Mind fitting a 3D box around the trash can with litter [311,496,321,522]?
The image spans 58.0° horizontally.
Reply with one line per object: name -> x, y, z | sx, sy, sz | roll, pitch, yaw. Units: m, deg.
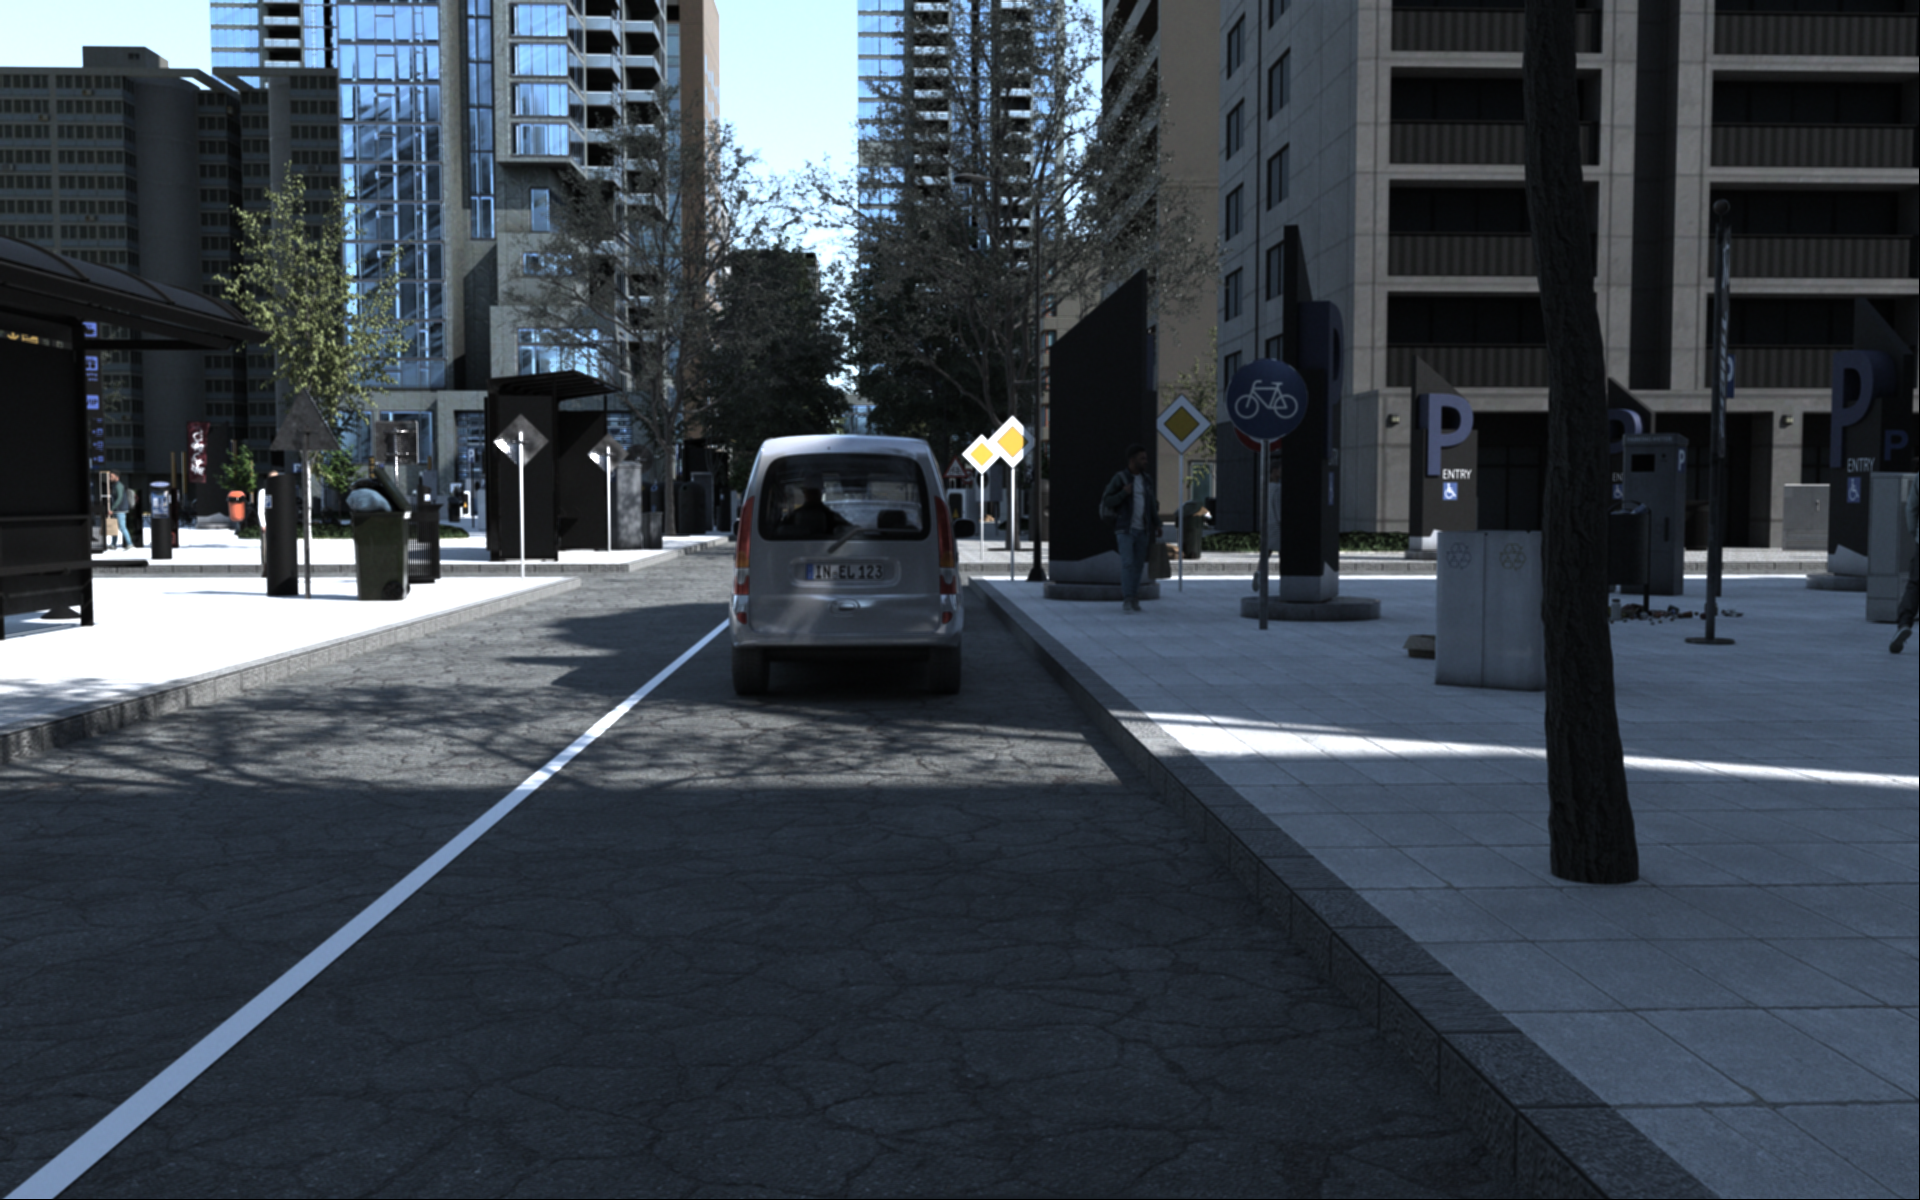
trash can with litter -> -30.488, -4.304, 81.422 | 2.233, 1.210, 1.678 | 0, 4, 7

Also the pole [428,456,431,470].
pole -> -28.526, -6.077, 93.200 | 0.158, 3.312, 0.155 | 0, 3, 0

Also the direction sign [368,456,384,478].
direction sign -> -34.766, -6.805, 103.255 | 0.876, 3.537, 0.379 | -1, 4, -20

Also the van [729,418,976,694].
van -> -0.855, -0.414, 13.789 | 2.013, 2.044, 4.112 | 0, 4, -2

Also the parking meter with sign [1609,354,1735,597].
parking meter with sign -> 8.854, -1.580, 22.095 | 1.738, 3.016, 0.543 | 3, 5, 41

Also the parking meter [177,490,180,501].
parking meter -> -47.319, -5.880, 104.556 | 0.372, 1.533, 0.369 | 0, 3, 0

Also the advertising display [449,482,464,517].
advertising display -> -27.622, -5.497, 95.089 | 0.974, 1.923, 0.123 | 2, 4, 29

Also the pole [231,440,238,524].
pole -> -27.313, -4.367, 65.246 | 0.158, 3.312, 0.155 | 0, 3, 0

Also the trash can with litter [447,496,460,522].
trash can with litter -> -23.148, -4.166, 79.500 | 0.624, 1.170, 1.055 | -2, 4, -29

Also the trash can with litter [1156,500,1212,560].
trash can with litter -> 4.403, -1.381, 33.974 | 0.624, 1.170, 1.055 | 3, 5, 43

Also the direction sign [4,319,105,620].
direction sign -> -9.277, -1.577, 17.777 | 0.876, 3.537, 0.379 | -2, 4, -31

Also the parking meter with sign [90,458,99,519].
parking meter with sign -> -42.100, -5.348, 83.698 | 0.543, 3.016, 1.738 | -3, 5, -41

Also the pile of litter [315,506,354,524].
pile of litter -> -22.735, -2.910, 61.542 | 1.176, 0.858, 1.719 | 2, 4, 26

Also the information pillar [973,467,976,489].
information pillar -> 0.856, -5.803, 86.236 | 0.504, 3.616, 0.183 | 0, 4, -4

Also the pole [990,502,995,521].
pole -> 1.563, -5.484, 83.514 | 0.158, 3.312, 0.155 | 0, 3, 0

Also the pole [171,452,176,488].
pole -> -37.962, -5.493, 83.655 | 0.158, 3.312, 0.155 | 0, 3, 0

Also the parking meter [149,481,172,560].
parking meter -> -15.686, -1.565, 33.997 | 0.372, 1.533, 0.369 | 0, 3, 0

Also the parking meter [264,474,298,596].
parking meter -> -8.596, -0.827, 21.935 | 0.372, 1.533, 0.369 | 0, 3, 0

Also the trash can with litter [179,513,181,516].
trash can with litter -> -43.071, -5.100, 94.774 | 1.055, 1.170, 0.624 | -3, 4, -36

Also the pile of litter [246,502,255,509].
pile of litter -> -40.297, -5.199, 98.973 | 1.176, 0.858, 1.719 | -2, 4, -28

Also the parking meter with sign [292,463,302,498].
parking meter with sign -> -37.184, -6.160, 96.970 | 0.543, 3.016, 1.738 | -1, 4, -13

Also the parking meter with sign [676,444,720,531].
parking meter with sign -> -8.966, -3.914, 60.258 | 1.738, 3.016, 0.543 | -1, 4, -21

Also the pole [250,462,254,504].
pole -> -43.282, -6.847, 105.784 | 0.158, 3.312, 0.155 | 0, 3, 0

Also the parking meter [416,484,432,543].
parking meter -> -14.137, -2.281, 45.711 | 0.372, 1.533, 0.369 | 0, 3, 0

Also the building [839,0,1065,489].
building -> -0.675, -54.925, 210.693 | 31.000, 86.520, 22.319 | 0, 4, -3

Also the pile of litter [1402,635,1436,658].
pile of litter -> 4.050, 0.030, 13.468 | 1.176, 0.858, 1.719 | 1, 4, 12

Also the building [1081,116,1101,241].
building -> 30.120, -36.348, 213.894 | 30.456, 49.044, 23.786 | 0, 4, -3

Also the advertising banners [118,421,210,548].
advertising banners -> -18.979, -2.761, 41.333 | 2.074, 3.025, 0.090 | -1, 4, -23

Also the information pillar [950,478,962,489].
information pillar -> -0.129, -3.393, 59.974 | 0.304, 2.012, 0.304 | -2, 4, -32

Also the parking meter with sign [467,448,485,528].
parking meter with sign -> -17.943, -4.287, 66.352 | 0.543, 3.016, 1.738 | 3, 5, 42

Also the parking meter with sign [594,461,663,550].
parking meter with sign -> -7.699, -2.669, 39.900 | 1.738, 3.016, 0.543 | -3, 5, -43

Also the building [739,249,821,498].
building -> -23.768, -26.656, 207.521 | 14.107, 30.474, 14.160 | 0, 4, -3

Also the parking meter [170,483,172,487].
parking meter -> -42.715, -5.388, 93.804 | 0.255, 1.863, 0.399 | -1, 4, -12

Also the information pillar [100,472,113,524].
information pillar -> -27.940, -3.198, 56.773 | 0.304, 2.012, 0.304 | 1, 4, 10

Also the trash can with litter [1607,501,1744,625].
trash can with litter -> 7.334, -0.425, 18.004 | 2.233, 1.210, 1.678 | -1, 4, -17

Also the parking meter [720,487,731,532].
parking meter -> -7.971, -3.087, 58.876 | 0.372, 1.533, 0.369 | 0, 3, 0

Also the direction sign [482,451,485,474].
direction sign -> -24.529, -6.026, 90.514 | 0.876, 3.537, 0.379 | -3, 5, -40

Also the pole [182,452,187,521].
pole -> -37.439, -5.493, 83.651 | 0.158, 3.312, 0.155 | 0, 3, 0

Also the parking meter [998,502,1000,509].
parking meter -> 2.360, -5.528, 98.787 | 0.372, 1.533, 0.369 | 0, 3, 0

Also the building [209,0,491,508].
building -> -75.304, -54.718, 207.309 | 31.000, 86.520, 22.319 | 0, 4, -3

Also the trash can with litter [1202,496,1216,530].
trash can with litter -> 9.519, -3.148, 62.535 | 2.233, 1.210, 1.678 | 0, 4, 3

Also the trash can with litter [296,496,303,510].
trash can with litter -> -36.190, -5.140, 95.429 | 0.624, 1.170, 1.055 | 3, 5, 41

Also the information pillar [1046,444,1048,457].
information pillar -> 4.069, -5.484, 81.021 | 0.183, 3.616, 0.504 | 0, 4, 2

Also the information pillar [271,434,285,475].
information pillar -> -26.435, -4.634, 67.121 | 0.504, 3.616, 0.183 | -1, 4, -19

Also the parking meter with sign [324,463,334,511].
parking meter with sign -> -35.262, -6.155, 96.895 | 0.543, 3.016, 1.738 | 0, 4, -4

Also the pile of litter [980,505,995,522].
pile of litter -> 1.101, -4.109, 81.145 | 1.719, 0.858, 1.176 | -3, 5, -40
